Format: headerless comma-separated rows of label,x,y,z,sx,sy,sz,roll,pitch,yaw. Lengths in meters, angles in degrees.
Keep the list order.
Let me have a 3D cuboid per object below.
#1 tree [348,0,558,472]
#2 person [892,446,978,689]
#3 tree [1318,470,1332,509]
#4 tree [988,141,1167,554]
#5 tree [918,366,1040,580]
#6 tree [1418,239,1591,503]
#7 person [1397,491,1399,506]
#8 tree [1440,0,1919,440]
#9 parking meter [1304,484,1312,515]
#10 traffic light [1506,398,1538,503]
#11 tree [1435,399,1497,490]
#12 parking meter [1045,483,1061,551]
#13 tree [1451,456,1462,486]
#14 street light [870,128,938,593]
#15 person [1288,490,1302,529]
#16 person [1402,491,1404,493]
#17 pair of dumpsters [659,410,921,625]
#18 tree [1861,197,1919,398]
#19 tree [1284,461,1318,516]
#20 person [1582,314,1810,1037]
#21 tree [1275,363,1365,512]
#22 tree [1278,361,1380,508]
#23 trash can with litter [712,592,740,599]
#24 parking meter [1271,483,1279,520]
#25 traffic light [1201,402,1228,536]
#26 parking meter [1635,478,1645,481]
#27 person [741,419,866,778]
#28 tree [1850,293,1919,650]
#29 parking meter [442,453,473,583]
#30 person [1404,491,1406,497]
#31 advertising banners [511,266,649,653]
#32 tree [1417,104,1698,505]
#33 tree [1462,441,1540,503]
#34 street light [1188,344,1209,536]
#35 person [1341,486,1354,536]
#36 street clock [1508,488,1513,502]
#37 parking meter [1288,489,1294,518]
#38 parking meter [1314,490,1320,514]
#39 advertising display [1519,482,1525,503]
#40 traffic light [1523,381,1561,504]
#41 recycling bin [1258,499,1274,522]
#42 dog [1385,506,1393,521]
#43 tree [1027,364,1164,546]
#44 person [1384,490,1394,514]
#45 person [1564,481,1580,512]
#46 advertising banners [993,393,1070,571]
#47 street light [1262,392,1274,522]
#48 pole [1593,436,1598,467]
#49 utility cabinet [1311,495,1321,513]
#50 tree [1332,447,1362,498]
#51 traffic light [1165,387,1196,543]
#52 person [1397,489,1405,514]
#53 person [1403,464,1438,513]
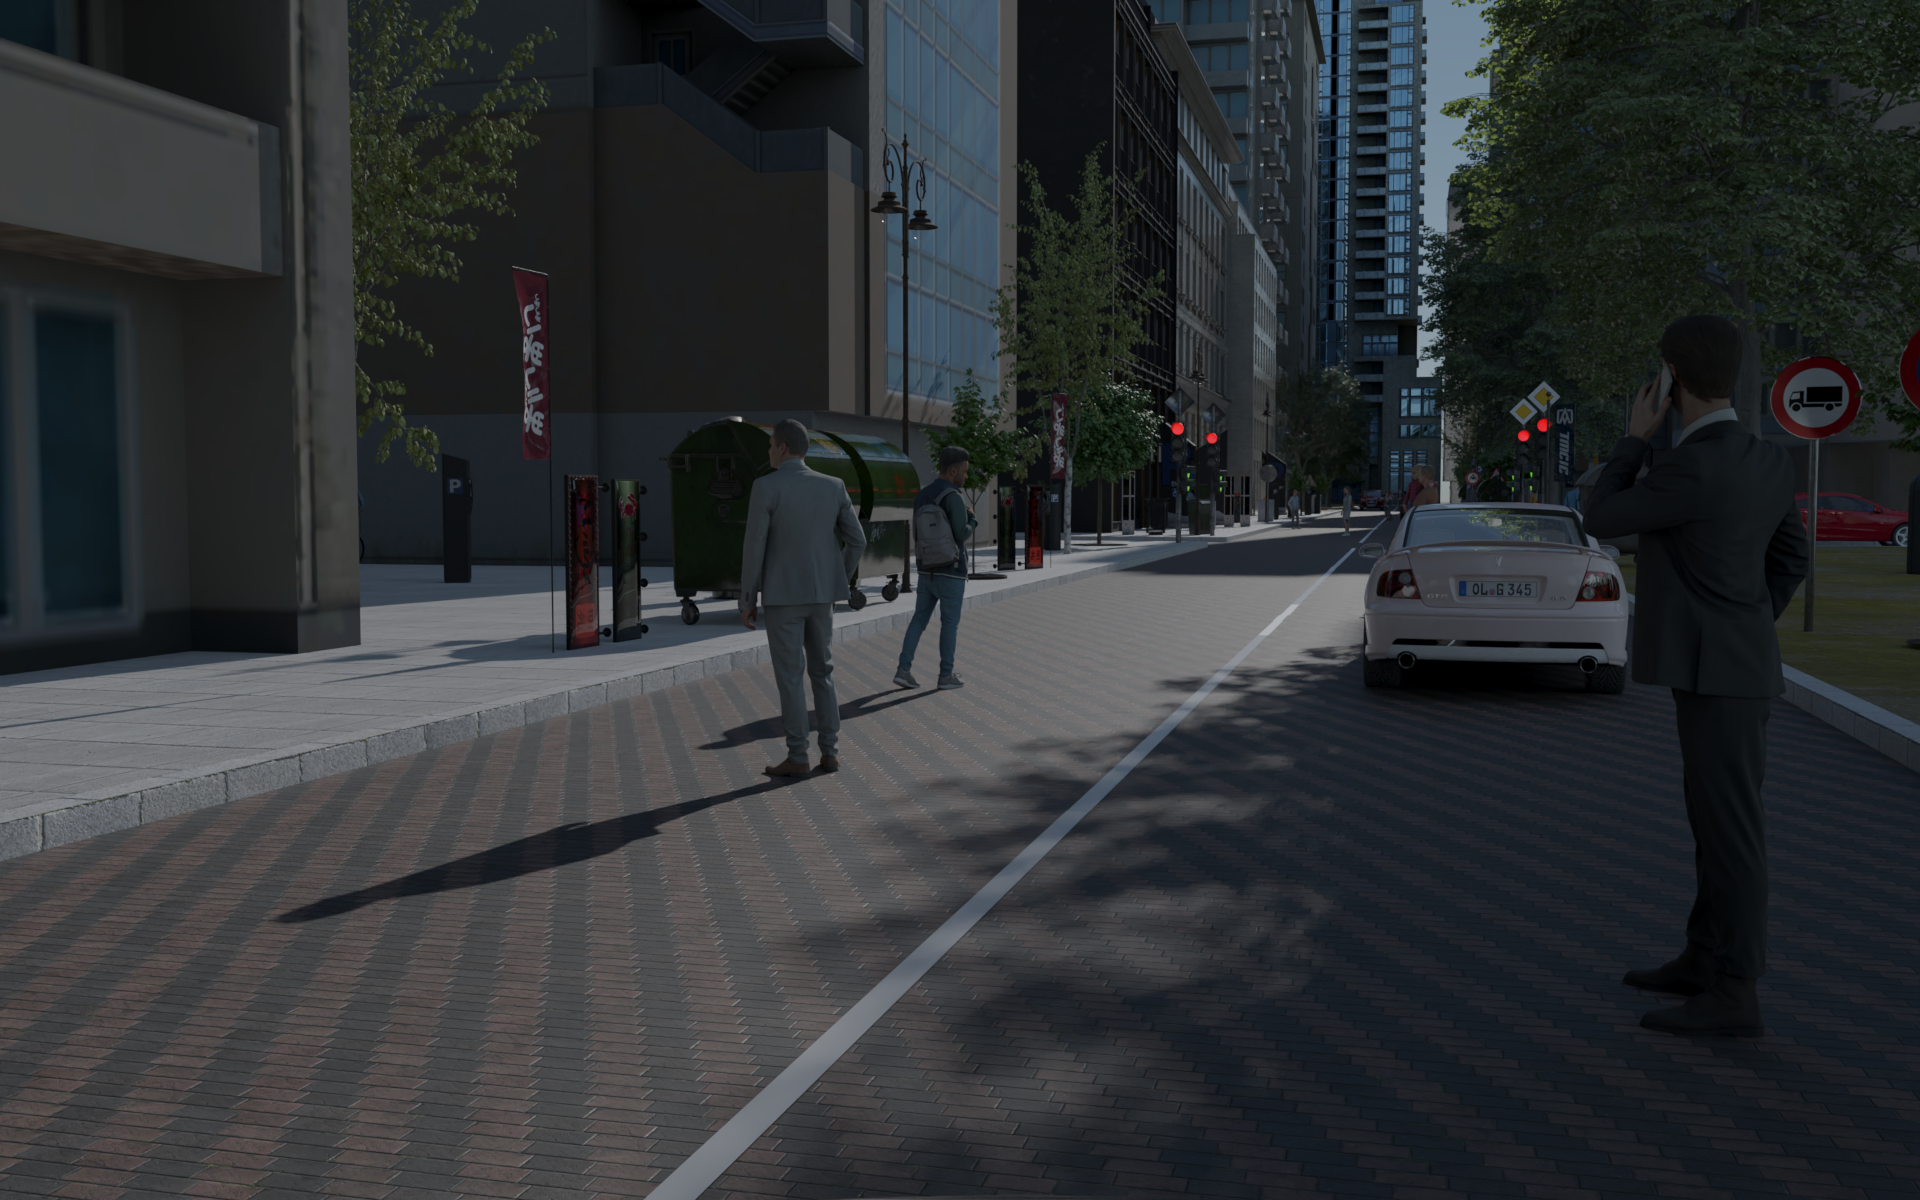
tree,-6.603,-4.120,17.726,4.737,8.622,4.395,0,3,0
person,-0.137,-0.237,12.723,0.623,1.781,0.721,3,4,36
tree,28.833,-8.744,137.570,1.663,3.219,1.824,0,3,0
tree,2.340,-5.302,37.057,4.737,8.622,4.395,0,3,0
tree,0.098,-1.942,26.356,1.663,3.219,1.824,0,3,0
tree,21.747,-8.649,67.172,9.928,11.665,9.643,0,3,0
person,47.993,-11.016,189.280,0.621,1.740,0.551,-3,4,-37
tree,9.918,-6.386,22.541,7.486,12.596,7.792,0,3,0
parking meter,21.050,-6.054,104.701,0.399,1.863,0.255,-1,4,-17
traffic light,16.494,-3.788,50.860,0.839,4.253,0.868,1,4,15
tree,34.857,-10.255,118.038,4.737,8.622,4.395,0,3,0
parking meter,2.111,-1.894,39.375,0.372,1.533,0.369,0,3,0
tree,37.737,-8.777,127.224,4.285,4.588,4.351,0,3,0
street light,-0.702,-3.033,22.373,0.468,5.910,1.993,1,4,15
person,13.682,-3.698,70.777,0.589,1.601,0.330,-1,4,-23
person,48.899,-11.152,190.923,0.705,1.812,1.348,0,4,-6
pair of dumpsters,-1.736,-0.994,18.739,1.574,2.255,4.437,1,4,15
tree,21.869,-5.315,37.261,4.737,8.622,4.395,0,3,0
tree,19.539,-6.490,100.705,1.663,3.219,1.824,0,3,0
person,1.971,0.195,4.681,0.474,1.900,0.648,3,4,38
tree,24.327,-11.487,122.232,8.767,10.594,7.601,1,4,14
tree,34.783,-15.720,163.677,9.857,13.997,8.962,0,3,0
trash can with litter,-2.886,-0.614,21.424,0.624,1.170,1.055,0,4,-6
parking meter,15.722,-4.940,86.473,0.399,1.863,0.255,0,4,8
traffic light,7.769,-3.926,53.109,0.839,4.253,0.868,1,4,15
parking meter,16.526,-2.224,42.072,0.255,1.863,0.399,1,4,17
person,-0.813,-0.014,8.831,0.635,1.810,0.391,-3,5,-41
tree,8.413,-1.192,14.085,1.663,3.219,1.824,0,3,0
parking meter,-7.249,-1.180,25.010,0.399,1.863,0.255,0,4,-7
person,44.143,-9.941,171.713,1.217,1.739,0.721,1,4,19
advertising banners,-3.130,-1.113,14.378,0.090,3.025,2.074,1,4,18
tree,19.297,-9.138,56.067,9.857,13.997,8.962,0,3,0
tree,27.168,-6.216,85.339,4.285,4.588,4.351,0,3,0
street light,7.349,-4.935,53.472,0.468,5.910,1.993,1,4,15
person,13.262,-3.049,59.361,0.522,1.701,0.512,0,4,-7
street clock,30.622,-5.622,96.486,0.358,2.002,0.471,1,4,9
parking meter,17.960,-5.230,93.922,0.372,1.533,0.369,0,3,0
parking meter,23.245,-6.379,112.706,0.372,1.533,0.369,0,3,0
advertising display,26.294,-4.640,81.080,0.123,1.923,0.974,2,4,28
traffic light,14.480,-3.316,43.132,0.839,4.253,0.868,1,4,15
recycling bin,14.325,-4.193,81.105,0.722,1.027,0.722,1,4,12
dog,22.639,-4.574,91.621,0.513,0.831,0.800,2,4,27
tree,3.396,-3.637,43.178,4.285,4.588,4.351,0,3,0
person,30.135,-6.895,121.828,0.593,1.750,0.643,-1,4,-13
person,16.369,-2.278,46.094,0.601,1.785,0.444,2,4,31
advertising banners,1.248,-2.044,29.613,0.090,3.025,2.074,3,5,40
street light,13.873,-6.451,78.268,0.468,5.910,1.993,1,4,15
pole,22.467,-4.124,61.267,0.158,3.312,0.155,0,3,0
utility cabinet,23.548,-6.380,115.479,1.020,1.237,0.306,1,4,14
tree,40.062,-14.131,181.401,4.360,8.622,3.978,0,3,0
traffic light,5.755,-3.453,45.381,0.839,4.253,0.868,1,4,15
person,32.132,-7.170,126.179,0.683,1.767,0.568,2,4,34
person,6.109,-0.882,22.897,0.573,1.828,0.580,-2,4,-26
